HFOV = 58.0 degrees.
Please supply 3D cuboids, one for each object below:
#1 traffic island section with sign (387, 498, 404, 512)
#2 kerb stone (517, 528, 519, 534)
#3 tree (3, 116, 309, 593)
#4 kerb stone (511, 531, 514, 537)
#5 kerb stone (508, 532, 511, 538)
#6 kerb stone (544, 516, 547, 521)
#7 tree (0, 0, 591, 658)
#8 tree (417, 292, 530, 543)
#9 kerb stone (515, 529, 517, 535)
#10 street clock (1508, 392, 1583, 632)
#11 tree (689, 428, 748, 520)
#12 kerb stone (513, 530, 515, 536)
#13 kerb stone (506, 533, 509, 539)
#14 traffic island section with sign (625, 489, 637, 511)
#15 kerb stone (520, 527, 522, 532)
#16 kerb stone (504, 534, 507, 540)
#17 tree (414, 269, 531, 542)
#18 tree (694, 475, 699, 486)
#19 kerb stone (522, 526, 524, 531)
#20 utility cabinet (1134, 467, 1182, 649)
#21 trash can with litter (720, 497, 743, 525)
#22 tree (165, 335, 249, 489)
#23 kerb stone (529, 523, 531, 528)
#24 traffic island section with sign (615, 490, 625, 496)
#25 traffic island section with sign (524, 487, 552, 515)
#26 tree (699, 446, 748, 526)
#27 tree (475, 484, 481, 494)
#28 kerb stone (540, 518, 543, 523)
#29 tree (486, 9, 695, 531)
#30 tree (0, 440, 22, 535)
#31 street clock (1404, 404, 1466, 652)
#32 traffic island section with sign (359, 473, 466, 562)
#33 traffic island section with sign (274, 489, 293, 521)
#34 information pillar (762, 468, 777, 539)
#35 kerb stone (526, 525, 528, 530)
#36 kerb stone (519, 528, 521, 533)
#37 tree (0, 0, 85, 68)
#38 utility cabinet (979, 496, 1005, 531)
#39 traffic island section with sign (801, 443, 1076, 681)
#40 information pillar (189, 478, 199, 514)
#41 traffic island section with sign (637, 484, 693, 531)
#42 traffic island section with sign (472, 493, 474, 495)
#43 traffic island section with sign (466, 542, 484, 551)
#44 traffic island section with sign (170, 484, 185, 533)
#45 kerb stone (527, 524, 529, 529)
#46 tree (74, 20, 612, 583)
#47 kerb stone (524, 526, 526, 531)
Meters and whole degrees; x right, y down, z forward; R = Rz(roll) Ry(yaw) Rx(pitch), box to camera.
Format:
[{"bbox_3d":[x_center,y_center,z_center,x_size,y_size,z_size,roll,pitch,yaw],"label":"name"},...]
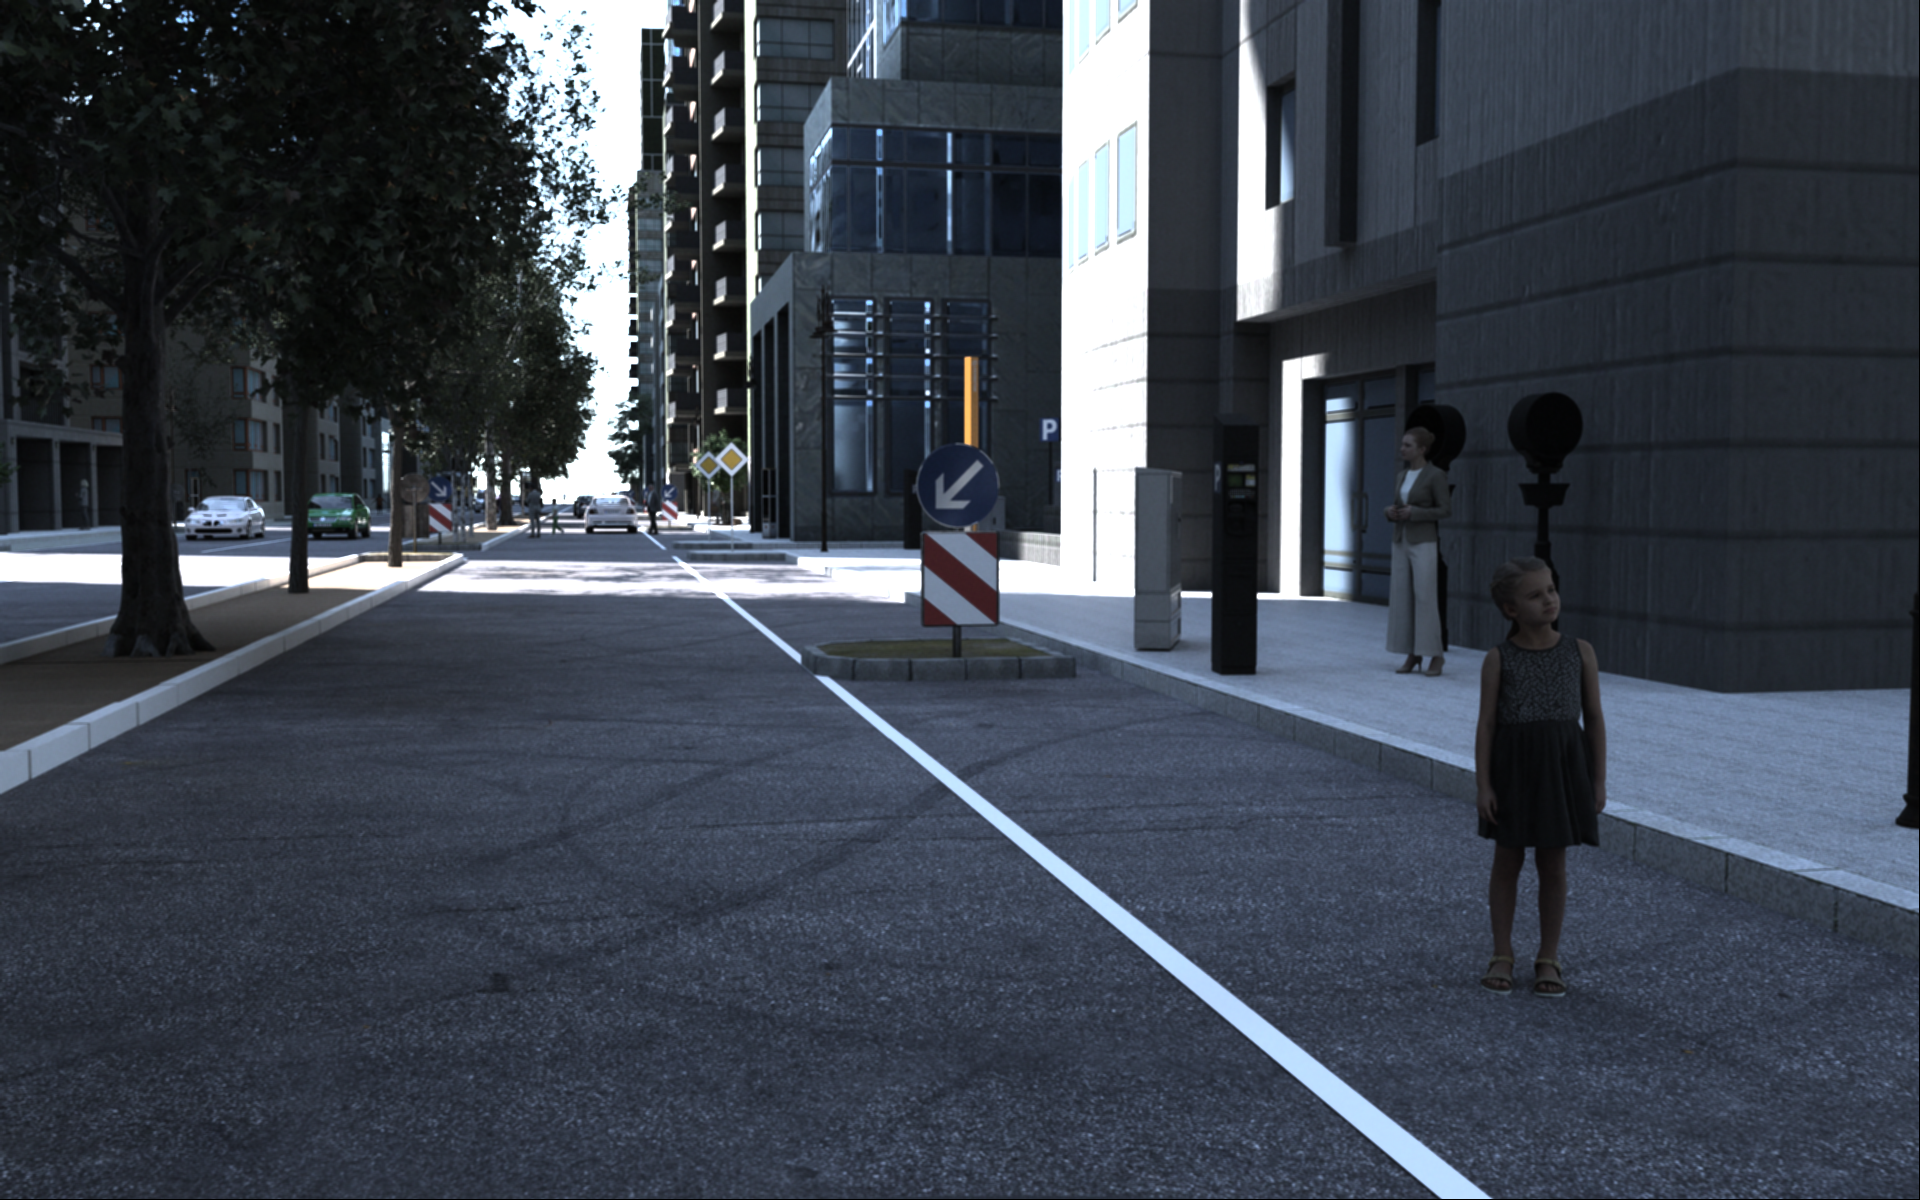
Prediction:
[{"bbox_3d":[-45.020,-7.994,139.336,1.989,1.847,2.006,-1,4,-12],"label":"traffic island section with sign"},{"bbox_3d":[-15.663,-2.364,60.883,0.120,0.150,1.000,-1,4,-12],"label":"kerb stone"},{"bbox_3d":[-9.471,-5.345,24.261,8.767,10.594,7.601,-1,4,-12],"label":"tree"},{"bbox_3d":[-14.822,-2.120,56.857,0.120,0.150,1.000,-1,4,-12],"label":"kerb stone"},{"bbox_3d":[-14.399,-1.997,54.846,0.120,0.150,1.000,-1,4,-12],"label":"kerb stone"},{"bbox_3d":[-22.602,-4.379,93.987,0.120,0.150,1.000,-1,4,-12],"label":"kerb stone"},{"bbox_3d":[-7.218,-5.846,15.046,9.611,12.733,9.660,0,3,0],"label":"tree"},{"bbox_3d":[-13.572,-5.722,46.370,4.360,8.622,3.978,0,3,0],"label":"tree"},{"bbox_3d":[-15.240,-2.243,58.871,0.120,0.150,1.000,-1,4,-12],"label":"kerb stone"},{"bbox_3d":[4.200,-0.484,12.478,0.471,2.002,0.358,-1,4,-15],"label":"street clock"},{"bbox_3d":[-11.527,-6.189,84.911,4.285,4.588,4.351,0,3,0],"label":"tree"},{"bbox_3d":[-15.022,-2.181,57.860,0.120,0.150,1.000,-1,4,-12],"label":"kerb stone"},{"bbox_3d":[-14.187,-1.935,53.839,0.120,0.150,1.000,-1,4,-12],"label":"kerb stone"},{"bbox_3d":[-17.064,-5.240,94.305,1.989,1.847,2.006,-1,4,-12],"label":"traffic island section with sign"},{"bbox_3d":[-16.087,-2.489,62.884,0.120,0.150,1.000,-1,4,-12],"label":"kerb stone"},{"bbox_3d":[-13.977,-1.874,52.835,0.120,0.150,1.000,-1,4,-12],"label":"kerb stone"},{"bbox_3d":[-14.692,-5.997,50.877,4.737,8.622,4.395,0,3,0],"label":"tree"},{"bbox_3d":[-11.604,-5.282,80.958,1.663,3.219,1.824,0,3,0],"label":"tree"},{"bbox_3d":[-16.510,-2.610,64.897,0.120,0.150,1.000,-1,4,-12],"label":"kerb stone"},{"bbox_3d":[1.693,-0.365,14.641,0.318,1.500,1.173,1,4,11],"label":"utility cabinet"},{"bbox_3d":[-9.406,-3.682,71.595,1.055,1.170,0.624,3,5,39],"label":"trash can with litter"},{"bbox_3d":[-35.820,-8.000,81.163,4.360,8.622,3.978,0,3,0],"label":"tree"},{"bbox_3d":[-17.764,-2.979,70.912,0.120,0.150,1.000,-1,4,-12],"label":"kerb stone"},{"bbox_3d":[-27.450,-8.274,143.899,1.989,1.847,2.006,-1,4,-12],"label":"traffic island section with sign"},{"bbox_3d":[-28.757,-6.726,118.112,2.006,1.907,1.989,-1,4,-12],"label":"traffic island section with sign"},{"bbox_3d":[-9.362,-4.592,69.673,1.663,3.219,1.824,0,3,0],"label":"tree"},{"bbox_3d":[-74.881,-16.710,267.801,1.663,3.219,1.824,0,3,0],"label":"tree"},{"bbox_3d":[-20.924,-3.900,85.966,0.120,0.150,1.000,-1,4,-12],"label":"kerb stone"},{"bbox_3d":[-16.926,-12.726,66.421,12.611,20.169,13.585,0,3,0],"label":"tree"},{"bbox_3d":[-30.623,-3.657,54.394,1.663,3.219,1.824,0,3,0],"label":"tree"},{"bbox_3d":[3.851,-0.583,14.096,0.358,2.002,0.471,-2,4,-29],"label":"street clock"},{"bbox_3d":[-11.822,-1.785,37.316,2.006,1.907,1.989,-1,4,-12],"label":"traffic island section with sign"},{"bbox_3d":[-34.939,-5.053,91.242,1.989,1.847,2.006,-1,4,-12],"label":"traffic island section with sign"},{"bbox_3d":[-5.489,-2.773,49.822,0.304,2.012,0.304,3,4,36],"label":"information pillar"},{"bbox_3d":[-17.137,-2.795,67.909,0.120,0.150,1.000,-1,4,-12],"label":"kerb stone"},{"bbox_3d":[-15.878,-2.427,61.882,0.120,0.150,1.000,-1,4,-12],"label":"kerb stone"},{"bbox_3d":[-5.370,-5.862,4.955,9.857,13.997,8.962,0,3,0],"label":"tree"},{"bbox_3d":[0.712,-2.195,47.053,1.020,1.237,0.306,-1,4,-19],"label":"utility cabinet"},{"bbox_3d":[-0.271,-0.343,14.244,1.989,1.847,2.006,-1,4,-12],"label":"traffic island section with sign"},{"bbox_3d":[-34.746,-4.533,78.608,0.304,2.012,0.304,3,5,44],"label":"information pillar"},{"bbox_3d":[-11.530,-3.627,67.921,1.989,1.847,2.006,-1,4,-12],"label":"traffic island section with sign"},{"bbox_3d":[-62.055,-12.968,220.655,1.989,1.847,2.006,-1,4,-12],"label":"traffic island section with sign"},{"bbox_3d":[-13.332,-2.228,44.568,2.006,1.907,1.989,-1,4,-12],"label":"traffic island section with sign"},{"bbox_3d":[-29.347,-3.425,64.622,1.989,1.847,2.006,-1,4,-12],"label":"traffic island section with sign"},{"bbox_3d":[-17.339,-2.857,68.911,0.120,0.150,1.000,-1,4,-12],"label":"kerb stone"},{"bbox_3d":[-10.956,-5.884,33.069,8.767,10.594,7.601,-1,4,-12],"label":"tree"},{"bbox_3d":[-16.711,-2.666,65.899,0.120,0.150,1.000,-1,4,-12],"label":"kerb stone"}]
